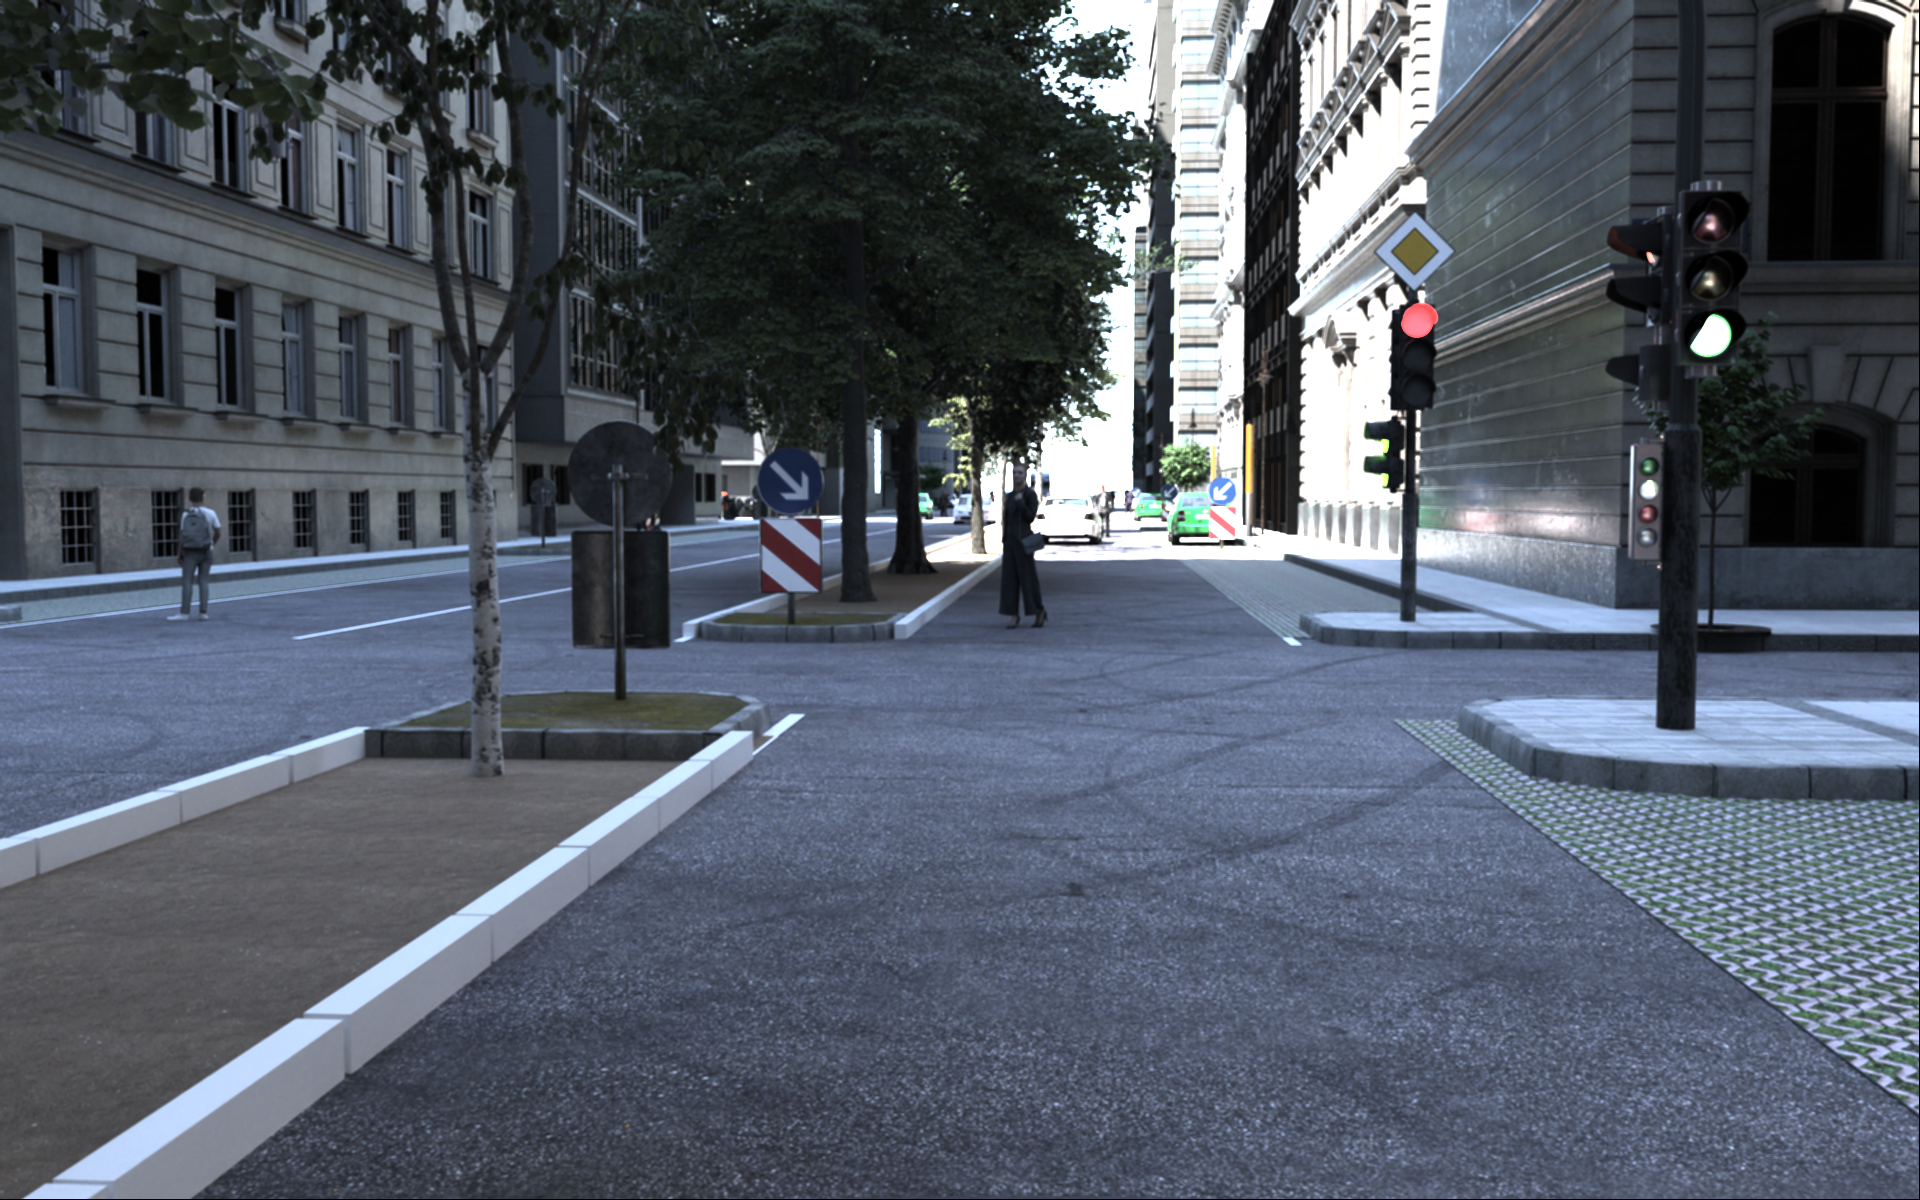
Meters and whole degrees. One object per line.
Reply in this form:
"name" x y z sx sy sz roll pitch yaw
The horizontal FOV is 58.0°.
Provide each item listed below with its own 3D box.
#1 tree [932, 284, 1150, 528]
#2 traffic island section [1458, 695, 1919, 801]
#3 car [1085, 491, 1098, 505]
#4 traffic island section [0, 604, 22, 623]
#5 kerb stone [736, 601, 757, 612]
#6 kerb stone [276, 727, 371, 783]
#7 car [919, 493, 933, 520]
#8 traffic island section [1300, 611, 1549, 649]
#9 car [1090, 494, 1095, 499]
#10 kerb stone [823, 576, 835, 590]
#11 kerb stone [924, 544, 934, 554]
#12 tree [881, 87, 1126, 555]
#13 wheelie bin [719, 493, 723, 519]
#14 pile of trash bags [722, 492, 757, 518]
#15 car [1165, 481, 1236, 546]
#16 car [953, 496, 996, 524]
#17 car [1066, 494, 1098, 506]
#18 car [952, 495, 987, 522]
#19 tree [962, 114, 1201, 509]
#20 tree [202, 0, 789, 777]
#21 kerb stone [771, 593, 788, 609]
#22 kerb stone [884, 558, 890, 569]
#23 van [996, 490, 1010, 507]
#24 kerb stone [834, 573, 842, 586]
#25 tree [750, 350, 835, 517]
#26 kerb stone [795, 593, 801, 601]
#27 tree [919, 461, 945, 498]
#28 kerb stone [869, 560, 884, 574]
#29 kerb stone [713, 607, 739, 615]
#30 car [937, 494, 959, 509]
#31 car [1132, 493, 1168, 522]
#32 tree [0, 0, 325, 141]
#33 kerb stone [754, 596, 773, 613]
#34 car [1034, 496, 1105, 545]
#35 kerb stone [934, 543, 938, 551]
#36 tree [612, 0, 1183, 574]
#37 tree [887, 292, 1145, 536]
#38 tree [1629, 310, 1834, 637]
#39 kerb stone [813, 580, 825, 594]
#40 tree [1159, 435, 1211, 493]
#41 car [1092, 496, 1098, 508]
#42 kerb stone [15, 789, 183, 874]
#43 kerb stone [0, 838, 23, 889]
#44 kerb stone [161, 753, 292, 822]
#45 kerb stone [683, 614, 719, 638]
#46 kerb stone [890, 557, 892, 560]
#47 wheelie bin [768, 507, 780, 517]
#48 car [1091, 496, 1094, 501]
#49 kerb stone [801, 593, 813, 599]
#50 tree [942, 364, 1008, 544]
"tree" 2.741 -9.783 72.772 12.009 13.543 11.850 0 3 0
"traffic island section" 3.943 0.780 9.528 2.009 0.180 2.903 0 4 4
"car" 17.677 -13.754 233.548 2.281 1.827 5.304 0 4 4
"traffic island section" -11.650 0.218 18.715 2.009 0.180 2.903 0 4 4
"kerb stone" -2.500 0.150 19.749 0.120 0.150 1.000 0 4 4
"kerb stone" -3.303 0.806 9.028 0.120 0.150 1.000 0 4 4
"car" -2.471 -5.394 96.980 1.959 1.807 4.718 0 4 2
"traffic island section" 4.545 0.293 17.490 2.009 0.180 2.903 0 4 4
"car" 15.646 -12.340 211.982 2.015 1.641 3.980 0 4 5
"kerb stone" -2.032 -0.226 25.888 0.120 0.150 1.000 0 4 4
"kerb stone" -0.791 -1.224 42.269 0.120 0.150 1.000 0 4 4
"tree" 0.332 -6.872 40.563 9.928 11.665 9.643 0 3 0
"wheelie bin" -12.594 -4.970 89.175 0.980 1.594 0.693 1 4 10
"pile of trash bags" -11.908 -5.074 92.704 1.912 1.369 3.447 1 4 22
"car" 6.851 -2.481 49.366 1.959 1.807 4.718 0 4 4
"car" 0.740 -4.348 83.448 2.083 1.381 4.827 0 4 5
"car" 5.995 -4.635 87.579 2.131 1.459 4.920 0 4 5
"car" 0.626 -4.811 90.656 2.014 1.417 4.499 0 4 2
"tree" 5.139 -13.908 85.745 12.611 20.169 13.585 0 3 0
"tree" -2.401 -3.393 8.292 4.360 8.622 3.978 0 3 0
"kerb stone" -2.342 0.024 21.795 0.120 0.150 1.000 0 4 4
"kerb stone" -1.502 -0.661 33.048 0.120 0.150 1.000 0 4 4
"van" 4.847 -11.233 190.676 2.013 2.044 4.112 0 4 3
"kerb stone" -1.958 -0.287 26.908 0.120 0.150 1.000 0 4 4
"tree" -9.718 -9.404 88.174 8.767 10.594 7.601 -3 5 -43
"kerb stone" -2.271 -0.036 22.815 0.120 0.150 1.000 0 4 4
"tree" -3.031 -11.386 169.869 4.285 4.588 4.351 0 3 0
"kerb stone" -1.573 -0.601 32.023 0.120 0.150 1.000 0 4 4
"kerb stone" -2.581 0.212 18.726 0.120 0.150 1.000 0 4 4
"car" -1.056 -8.939 155.940 2.009 1.686 4.222 0 4 4
"car" 9.849 -4.893 88.788 1.959 1.807 4.718 0 4 3
"tree" -2.686 -4.990 2.165 7.486 12.596 7.792 0 3 0
"kerb stone" -2.425 0.087 20.768 0.120 0.150 1.000 0 4 4
"car" 3.153 -2.314 50.193 2.083 1.381 4.827 0 4 6
"kerb stone" -0.715 -1.290 43.288 0.120 0.150 1.000 0 4 4
"tree" -0.913 -6.806 30.745 9.611 12.733 9.660 0 3 0
"tree" 1.291 -7.253 55.463 8.767 10.594 7.601 0 4 4
"tree" 7.076 -1.302 15.896 1.663 3.219 1.824 0 3 0
"kerb stone" -2.112 -0.158 24.863 0.120 0.150 1.000 0 4 4
"tree" 12.726 -6.933 97.070 4.285 4.588 4.351 0 3 0
"car" 7.758 -5.870 108.550 1.945 1.354 3.894 0 4 6
"kerb stone" -3.462 0.933 6.976 0.120 0.150 1.000 0 4 4
"kerb stone" -3.540 0.993 5.957 0.120 0.150 1.000 0 4 4
"kerb stone" -3.388 0.868 7.996 0.120 0.150 1.000 0 4 4
"kerb stone" -2.657 0.277 17.702 0.120 0.150 1.000 0 4 4
"kerb stone" -1.417 -0.720 34.073 0.120 0.150 1.000 0 4 4
"wheelie bin" -9.967 -5.102 91.324 0.693 1.594 0.980 2 4 34
"car" 7.138 -5.522 102.280 2.014 1.417 4.499 0 4 6
"kerb stone" -2.196 -0.100 23.834 0.120 0.150 1.000 0 4 4
"tree" 1.097 -5.899 49.262 4.737 8.622 4.395 0 3 0
